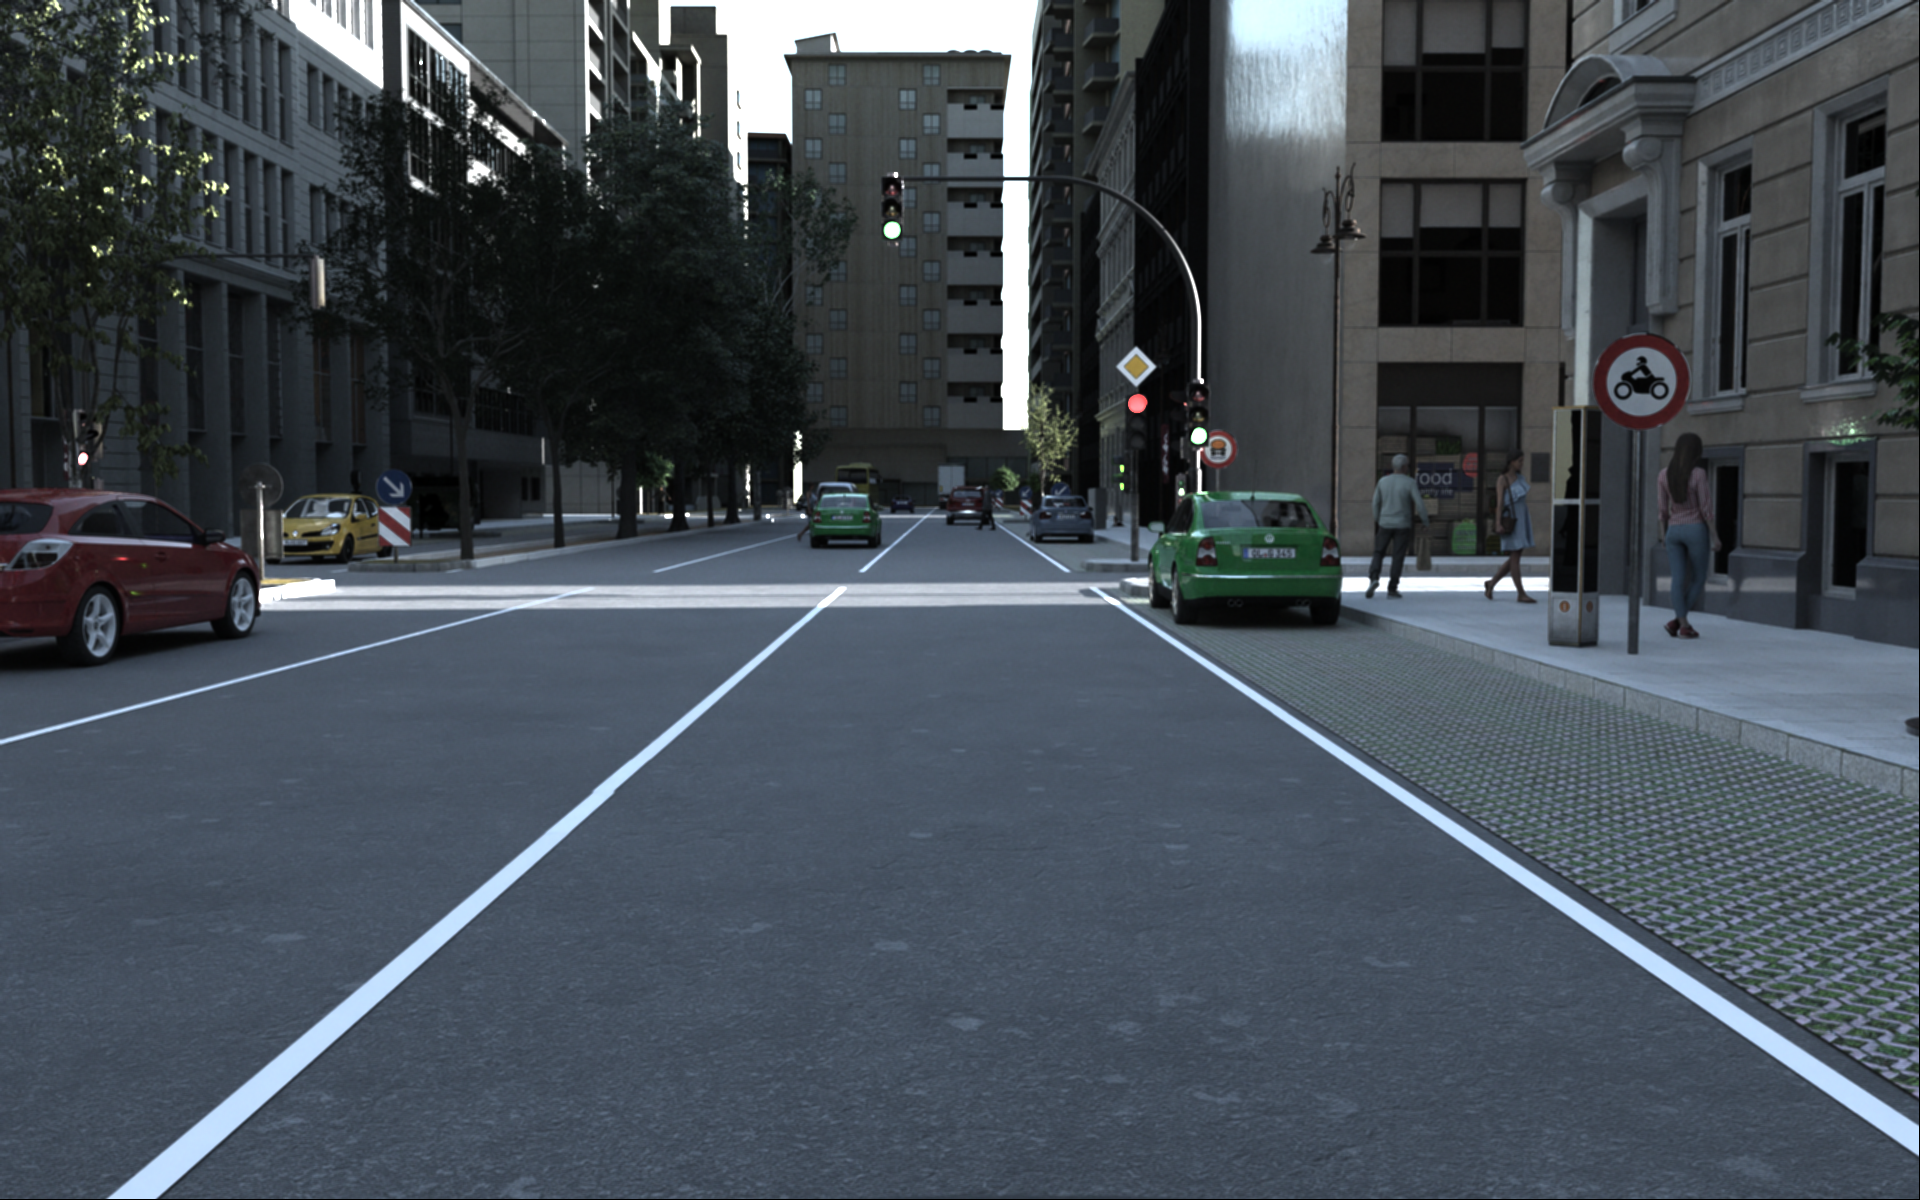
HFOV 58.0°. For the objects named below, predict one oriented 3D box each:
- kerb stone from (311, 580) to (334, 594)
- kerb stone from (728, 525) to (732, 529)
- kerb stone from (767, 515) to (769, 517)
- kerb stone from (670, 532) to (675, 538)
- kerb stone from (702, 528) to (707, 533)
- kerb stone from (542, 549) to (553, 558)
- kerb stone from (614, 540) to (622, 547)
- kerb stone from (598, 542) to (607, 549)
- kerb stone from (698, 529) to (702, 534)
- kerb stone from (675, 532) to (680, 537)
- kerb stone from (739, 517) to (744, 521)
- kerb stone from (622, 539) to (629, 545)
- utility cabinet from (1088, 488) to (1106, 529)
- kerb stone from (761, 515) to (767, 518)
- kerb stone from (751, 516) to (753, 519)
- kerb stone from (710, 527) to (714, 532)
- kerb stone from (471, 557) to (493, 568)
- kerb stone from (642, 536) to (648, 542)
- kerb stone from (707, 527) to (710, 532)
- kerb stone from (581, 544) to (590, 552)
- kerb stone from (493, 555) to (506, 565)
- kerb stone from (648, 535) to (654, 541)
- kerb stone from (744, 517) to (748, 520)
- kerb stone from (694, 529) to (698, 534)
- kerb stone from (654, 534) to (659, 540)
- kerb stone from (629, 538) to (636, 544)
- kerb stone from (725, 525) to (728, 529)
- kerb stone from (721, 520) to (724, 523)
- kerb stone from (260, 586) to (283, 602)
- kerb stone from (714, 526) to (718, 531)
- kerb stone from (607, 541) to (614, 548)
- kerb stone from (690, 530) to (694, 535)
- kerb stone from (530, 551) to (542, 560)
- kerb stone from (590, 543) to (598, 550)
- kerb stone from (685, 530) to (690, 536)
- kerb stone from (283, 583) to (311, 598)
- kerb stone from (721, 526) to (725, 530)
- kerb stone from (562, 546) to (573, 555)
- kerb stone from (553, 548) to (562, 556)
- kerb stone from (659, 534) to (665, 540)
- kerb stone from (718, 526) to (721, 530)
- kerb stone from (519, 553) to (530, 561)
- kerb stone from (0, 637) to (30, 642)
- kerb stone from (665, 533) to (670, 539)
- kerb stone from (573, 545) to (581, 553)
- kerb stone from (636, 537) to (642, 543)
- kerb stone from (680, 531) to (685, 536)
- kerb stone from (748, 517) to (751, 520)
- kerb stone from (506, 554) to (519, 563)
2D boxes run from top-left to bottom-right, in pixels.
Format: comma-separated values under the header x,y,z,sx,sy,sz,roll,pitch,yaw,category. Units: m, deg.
x,y,z,sx,sy,sz,roll,pitch,yaw,category
-9.386,-0.186,25.307,0.120,0.150,1.000,0,4,0,kerb stone
-9.585,-2.975,70.947,0.120,0.150,1.000,0,4,0,kerb stone
-11.839,-5.049,104.739,0.120,0.150,1.000,0,4,0,kerb stone
-9.531,-2.104,56.597,0.120,0.150,1.000,0,4,0,kerb stone
-9.551,-2.542,63.764,0.120,0.150,1.000,0,4,0,kerb stone
-9.446,-1.038,39.161,0.120,0.150,1.000,0,4,0,kerb stone
-9.483,-1.539,47.375,0.120,0.150,1.000,0,4,0,kerb stone
-9.467,-1.410,45.321,0.120,0.150,1.000,0,4,0,kerb stone
-9.555,-2.477,62.738,0.120,0.150,1.000,0,4,0,kerb stone
-9.527,-2.165,57.619,0.120,0.150,1.000,0,4,0,kerb stone
-11.783,-4.297,92.444,0.120,0.150,1.000,0,4,0,kerb stone
-9.490,-1.602,48.404,0.120,0.150,1.000,0,4,0,kerb stone
4.947,-3.300,62.637,0.318,1.500,1.173,2,4,24,utility cabinet
-11.833,-4.986,103.717,0.120,0.150,1.000,0,4,0,kerb stone
-11.799,-4.547,96.551,0.120,0.150,1.000,0,4,0,kerb stone
-9.569,-2.663,65.821,0.120,0.150,1.000,0,4,0,kerb stone
-9.427,-0.725,34.048,0.120,0.150,1.000,0,4,0,kerb stone
-9.504,-1.791,51.472,0.120,0.150,1.000,0,4,0,kerb stone
-9.566,-2.605,64.790,0.120,0.150,1.000,0,4,0,kerb stone
-9.469,-1.285,43.266,0.120,0.150,1.000,0,4,0,kerb stone
-9.439,-0.786,35.072,0.120,0.150,1.000,0,4,0,kerb stone
-9.511,-1.854,52.501,0.120,0.150,1.000,0,4,0,kerb stone
-11.796,-4.422,94.488,0.120,0.150,1.000,0,4,0,kerb stone
-9.544,-2.416,61.714,0.120,0.150,1.000,0,4,0,kerb stone
-9.511,-1.916,53.523,0.120,0.150,1.000,0,4,0,kerb stone
-9.484,-1.662,49.428,0.120,0.150,1.000,0,4,0,kerb stone
-9.587,-2.914,69.925,0.120,0.150,1.000,0,4,0,kerb stone
-11.747,-3.795,84.243,0.120,0.150,1.000,0,4,0,kerb stone
-9.377,-0.061,23.246,0.120,0.150,1.000,0,4,0,kerb stone
-9.575,-2.730,66.847,0.120,0.150,1.000,0,4,0,kerb stone
-9.477,-1.476,46.350,0.120,0.150,1.000,0,4,0,kerb stone
-9.546,-2.353,60.690,0.120,0.150,1.000,0,4,0,kerb stone
-9.441,-0.966,38.139,0.120,0.150,1.000,0,4,0,kerb stone
-9.476,-1.349,44.289,0.120,0.150,1.000,0,4,0,kerb stone
-9.541,-2.289,59.668,0.120,0.150,1.000,0,4,0,kerb stone
-9.378,-0.127,24.277,0.120,0.150,1.000,0,4,0,kerb stone
-9.581,-2.856,68.896,0.120,0.150,1.000,0,4,0,kerb stone
-9.453,-1.163,41.217,0.120,0.150,1.000,0,4,0,kerb stone
-9.460,-1.097,40.188,0.120,0.150,1.000,0,4,0,kerb stone
-9.512,-1.979,54.552,0.120,0.150,1.000,0,4,0,kerb stone
-9.576,-2.794,67.870,0.120,0.150,1.000,0,4,0,kerb stone
-9.453,-0.910,37.116,0.120,0.150,1.000,0,4,0,kerb stone
-9.351,0.312,17.094,0.120,0.150,1.000,0,4,0,kerb stone
-9.519,-2.042,55.574,0.120,0.150,1.000,0,4,0,kerb stone
-9.463,-1.226,42.240,0.120,0.150,1.000,0,4,0,kerb stone
-9.497,-1.728,50.450,0.120,0.150,1.000,0,4,0,kerb stone
-9.541,-2.229,58.644,0.120,0.150,1.000,0,4,0,kerb stone
-11.793,-4.485,95.528,0.120,0.150,1.000,0,4,0,kerb stone
-9.435,-0.850,36.094,0.120,0.150,1.000,0,4,0,kerb stone
